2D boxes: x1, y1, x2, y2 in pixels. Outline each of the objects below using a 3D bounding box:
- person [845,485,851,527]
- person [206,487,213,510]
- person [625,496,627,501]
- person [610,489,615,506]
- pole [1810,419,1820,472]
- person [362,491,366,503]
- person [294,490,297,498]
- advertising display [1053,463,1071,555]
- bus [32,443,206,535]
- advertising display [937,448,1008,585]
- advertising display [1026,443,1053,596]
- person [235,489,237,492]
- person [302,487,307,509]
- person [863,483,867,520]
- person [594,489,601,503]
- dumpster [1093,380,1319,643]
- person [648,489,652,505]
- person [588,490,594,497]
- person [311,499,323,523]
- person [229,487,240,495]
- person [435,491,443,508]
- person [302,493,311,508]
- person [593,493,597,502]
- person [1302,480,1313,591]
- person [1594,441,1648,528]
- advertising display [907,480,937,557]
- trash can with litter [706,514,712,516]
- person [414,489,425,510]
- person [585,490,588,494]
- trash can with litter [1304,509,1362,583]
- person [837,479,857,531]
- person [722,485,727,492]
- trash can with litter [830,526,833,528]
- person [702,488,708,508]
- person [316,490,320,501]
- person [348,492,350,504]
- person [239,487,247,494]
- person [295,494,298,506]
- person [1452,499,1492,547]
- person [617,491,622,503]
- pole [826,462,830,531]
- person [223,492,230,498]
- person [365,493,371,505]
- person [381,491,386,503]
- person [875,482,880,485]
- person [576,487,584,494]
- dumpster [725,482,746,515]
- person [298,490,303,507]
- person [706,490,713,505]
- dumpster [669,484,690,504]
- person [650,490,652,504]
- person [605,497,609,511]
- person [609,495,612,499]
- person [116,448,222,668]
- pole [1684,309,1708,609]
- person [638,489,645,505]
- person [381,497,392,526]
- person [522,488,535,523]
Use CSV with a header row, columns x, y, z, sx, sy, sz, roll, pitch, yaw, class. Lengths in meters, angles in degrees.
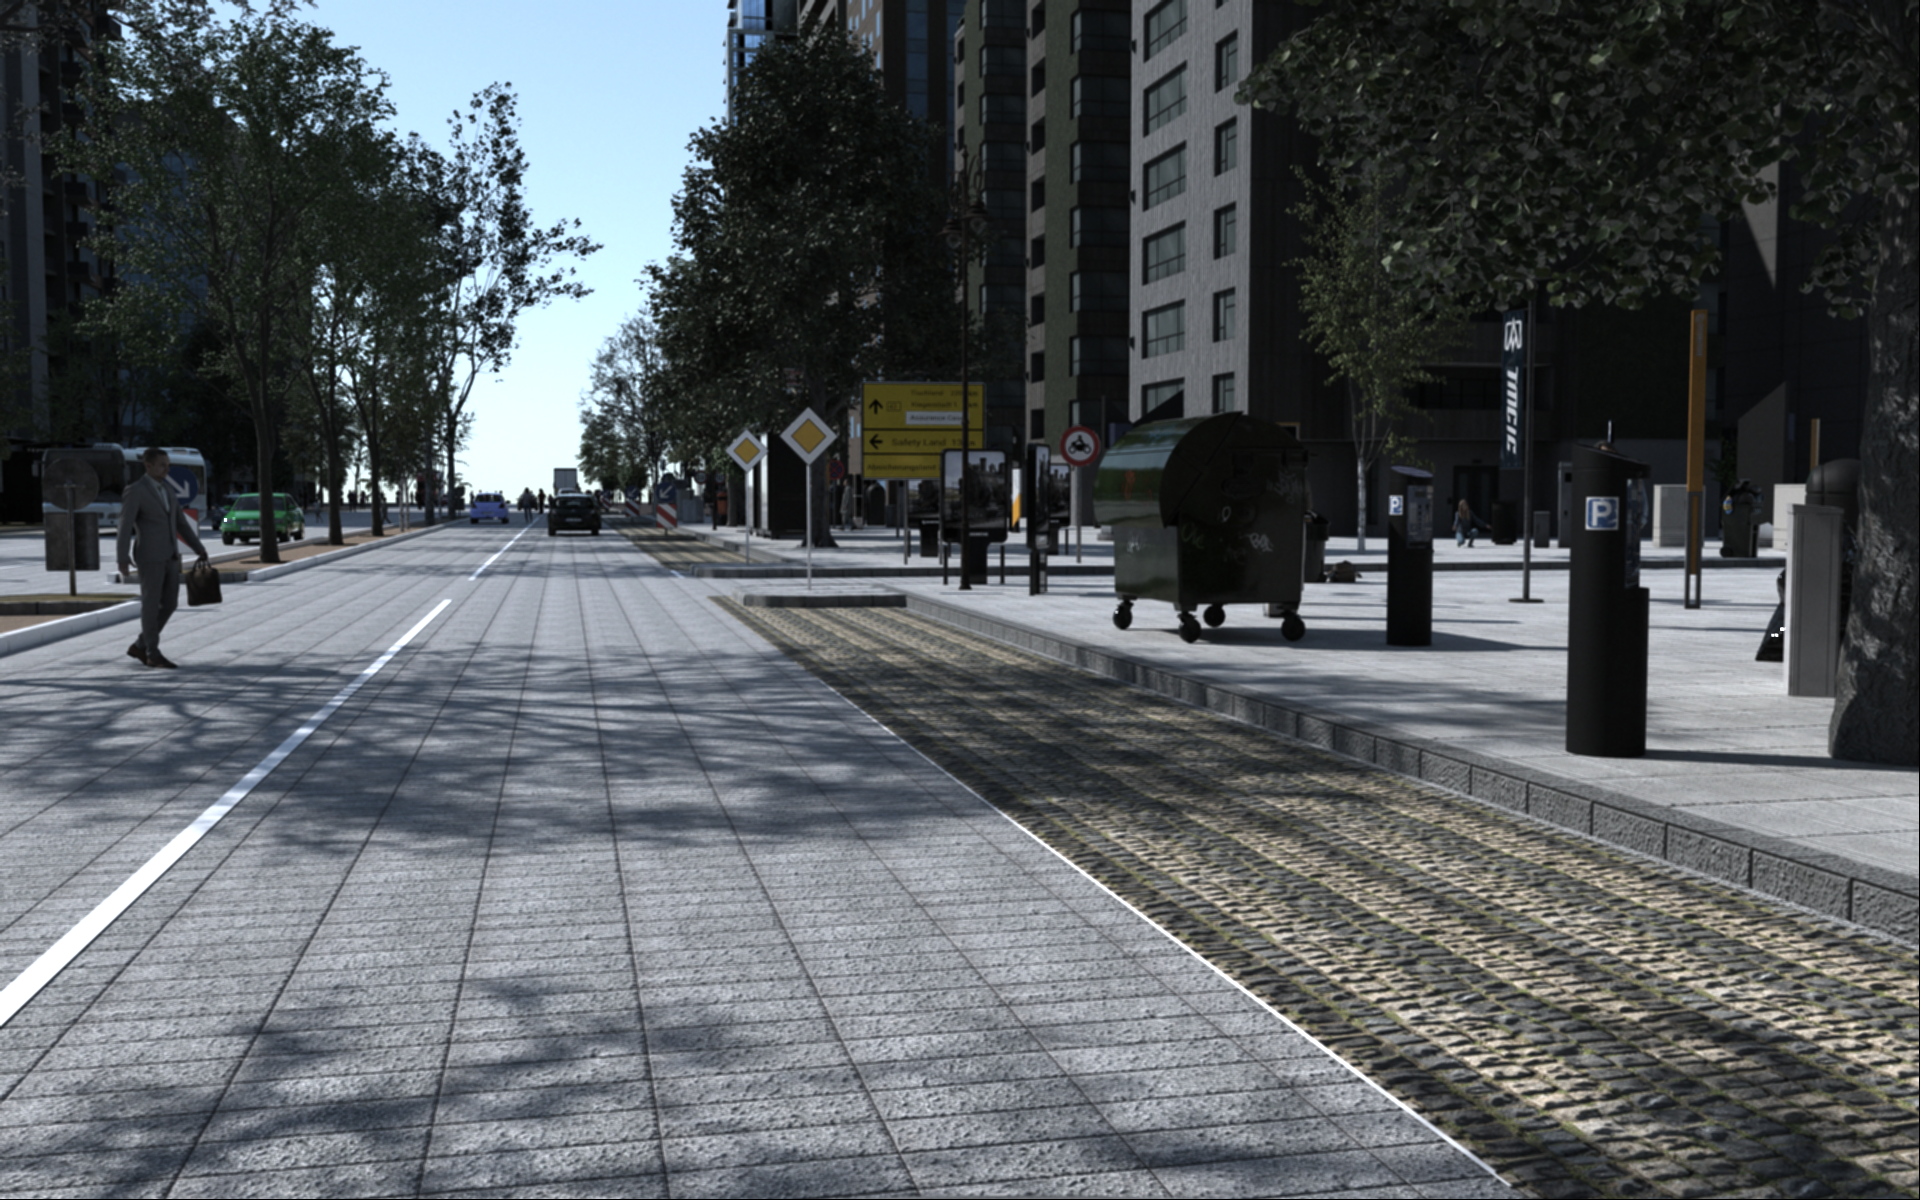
x,y,z,sx,sy,sz,roll,pitch,yaw,class
-4.337,-3.763,68.405,0.643,1.720,0.563,0,4,3,person
-60.308,-8.130,138.998,0.705,1.821,1.348,1,4,13,person
-46.818,-14.486,242.916,0.705,1.821,1.348,-3,5,-40,person
-38.588,-11.420,192.391,0.705,1.869,1.348,-2,4,-27,person
23.131,-3.246,46.920,0.158,3.312,0.155,0,3,0,pole
-86.672,-14.985,251.491,0.568,1.767,0.683,1,4,19,person
-55.402,-8.389,144.001,0.445,1.727,0.742,0,4,-6,person
1.884,-1.894,36.176,0.974,1.923,0.123,-2,4,-32,advertising display
-30.666,-4.219,63.836,2.948,3.499,13.247,-1,4,-11,bus
0.199,-1.185,24.593,0.974,1.923,0.123,-1,4,-17,advertising display
1.010,-1.041,22.240,0.123,1.923,0.974,1,4,14,advertising display
-69.550,-9.790,166.242,1.348,1.807,0.705,3,5,44,person
-54.793,-8.512,144.837,0.705,1.869,1.348,-1,4,-11,person
-4.750,-4.831,85.049,0.654,1.822,0.581,0,4,-5,person
-22.735,-6.098,109.023,0.721,1.723,1.217,0,4,-6,person
2.207,-0.809,15.721,1.502,2.255,1.985,-1,4,-13,dumpster
-36.308,-12.025,202.665,0.705,1.823,1.348,-2,4,-23,person
-27.502,-7.307,128.694,1.217,1.743,0.721,-2,4,-24,person
-32.106,-4.463,86.481,0.505,1.210,0.382,-3,5,-42,person
-38.479,-5.108,92.027,0.660,1.820,0.620,-1,4,-11,person
-52.250,-10.075,173.761,0.617,1.759,0.750,1,4,14,person
-59.145,-9.030,156.912,0.991,1.433,0.599,-2,4,-34,person
-18.887,-4.790,89.411,0.503,1.515,0.523,1,4,13,person
3.843,-0.836,20.262,0.519,1.759,0.362,-1,4,-14,person
6.334,-0.635,16.686,0.793,1.790,0.793,-2,4,-33,person
-0.629,-1.839,35.274,0.974,1.923,0.123,-1,4,-15,advertising display
-13.909,-5.408,99.479,2.233,1.210,1.678,1,4,16,trash can with litter
-47.801,-8.882,153.345,0.705,1.869,1.348,2,4,33,person
-29.383,-7.767,135.940,0.683,1.767,0.568,-3,5,-44,person
5.272,-0.845,25.209,1.055,1.170,0.624,-1,4,-13,trash can with litter
-3.982,-3.340,60.759,0.767,1.812,0.694,0,4,-5,person
-14.236,-6.000,104.319,0.728,1.800,0.709,-1,4,-20,person
-5.955,-3.369,66.136,2.233,1.210,1.678,1,4,11,trash can with litter
-23.408,-9.328,158.631,0.705,1.814,1.350,1,4,13,person
-83.909,-13.458,226.640,0.990,1.755,0.434,1,4,19,person
-80.817,-13.657,229.316,0.705,1.826,1.348,-2,4,-28,person
-58.374,-8.259,141.069,1.348,1.826,0.705,0,4,6,person
-68.747,-10.558,179.115,0.568,1.767,0.683,3,4,38,person
12.277,-1.843,41.675,1.012,1.151,0.738,0,4,2,person
-47.977,-14.536,244.493,0.721,1.735,1.217,3,5,42,person
-4.461,-3.919,57.925,0.158,3.312,0.155,0,3,0,pole
-58.732,-7.900,138.401,0.628,1.438,0.799,2,4,30,person
-69.453,-11.887,203.580,0.628,1.438,0.799,3,5,42,person
-80.013,-14.297,240.331,0.617,1.759,0.750,3,4,38,person
-3.693,-4.381,77.680,0.555,1.821,0.388,-1,4,-10,person
-20.944,-5.287,95.036,0.694,1.812,0.767,2,4,23,person
-9.416,-4.224,74.815,1.264,1.857,1.865,-1,4,-13,dumpster
-64.529,-9.959,169.688,0.721,1.723,1.217,-3,5,-40,person
-29.898,-12.248,207.012,1.217,1.735,0.721,0,4,-3,person
-14.695,-5.215,91.022,1.264,1.857,1.865,-1,4,-13,dumpster
-41.373,-13.813,232.027,0.705,1.807,1.348,2,4,28,person
-29.098,-8.220,142.835,0.705,1.831,1.348,0,4,4,person
-47.795,-13.887,236.319,0.421,1.427,0.697,-3,4,-38,person
-6.603,-0.347,14.296,0.853,1.813,0.709,1,4,13,person
8.191,-1.556,19.282,0.158,3.312,0.155,0,3,0,pole
-38.880,-12.528,210.499,1.348,1.869,0.705,2,4,31,person
-25.285,-3.875,76.135,0.640,1.303,0.475,-1,4,-13,person
-21.071,-4.614,84.536,0.593,1.750,0.643,-1,4,-13,person
